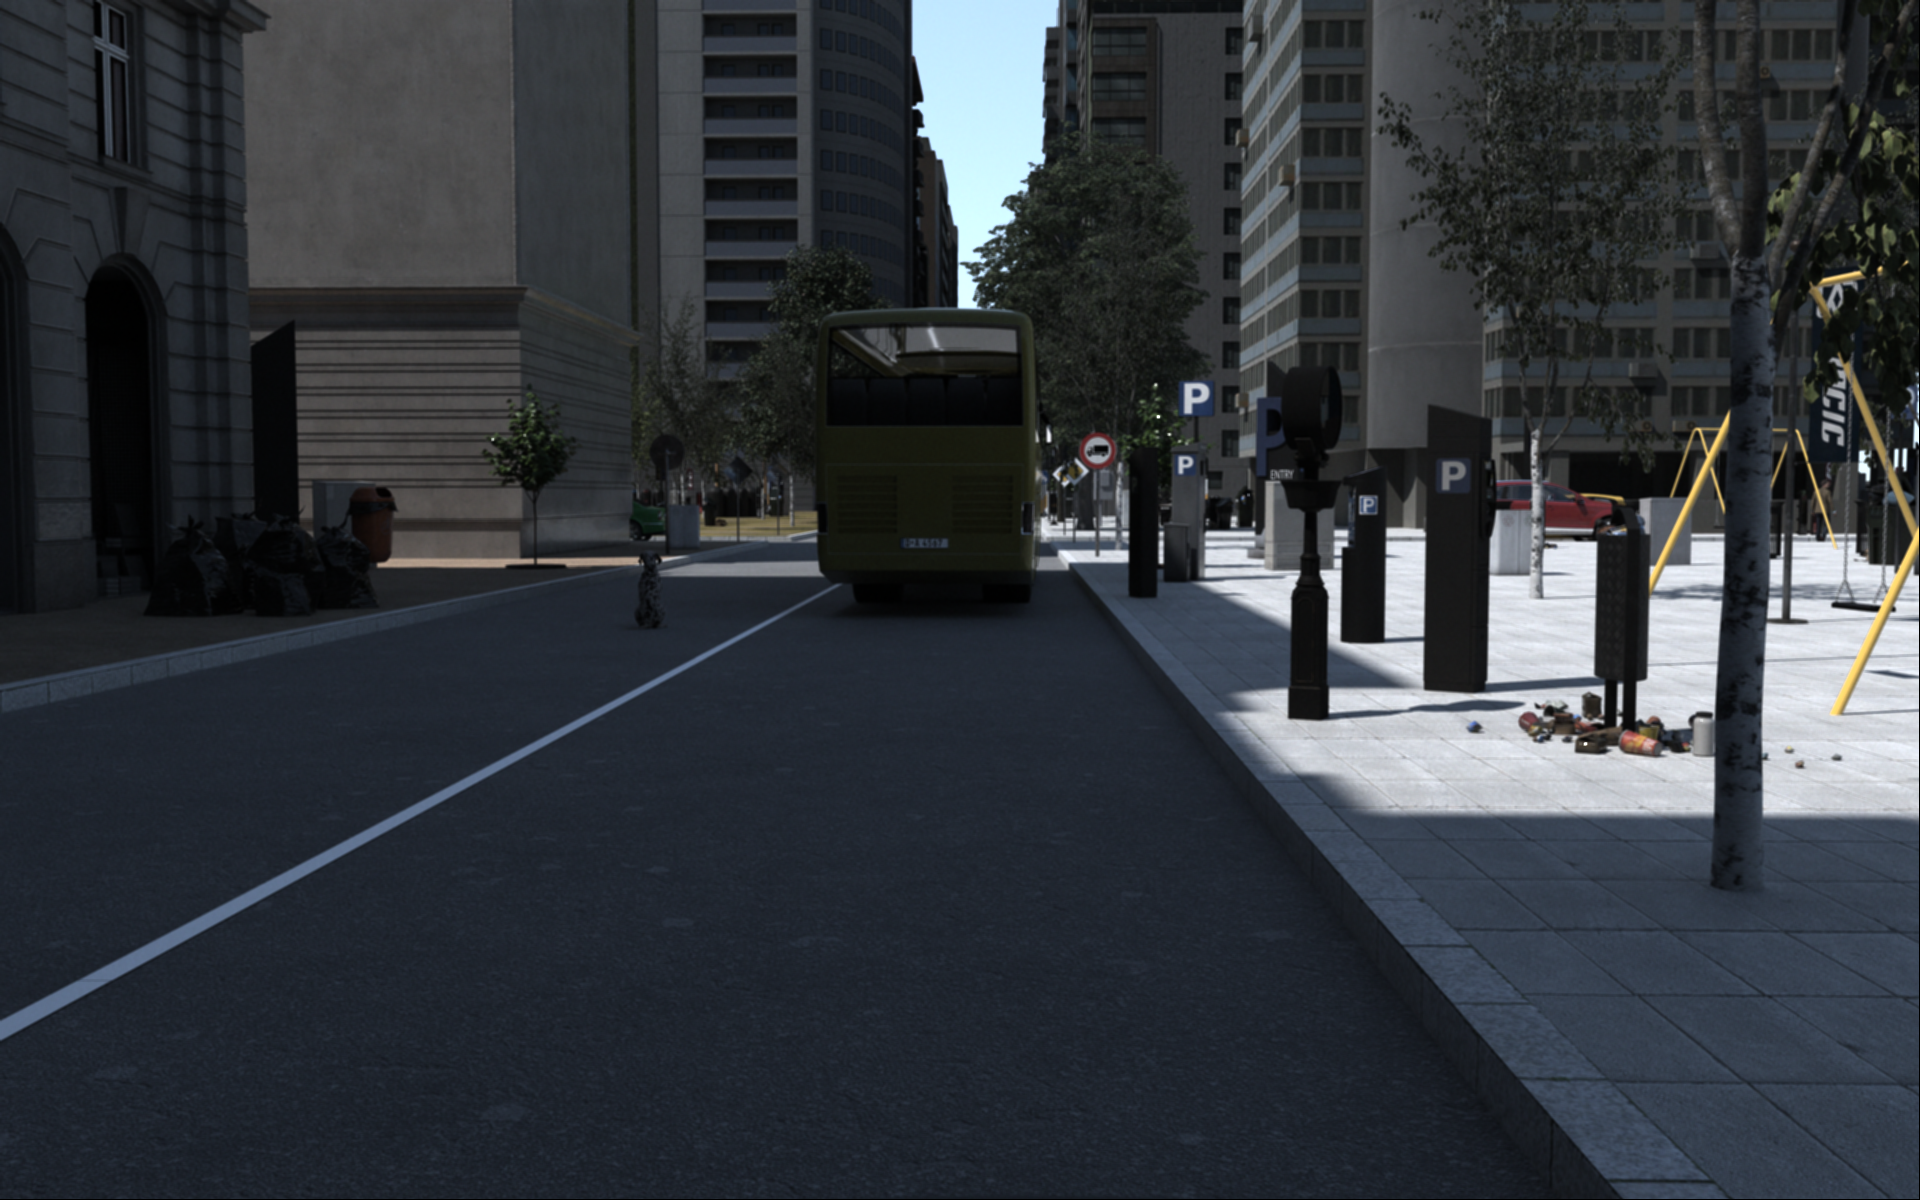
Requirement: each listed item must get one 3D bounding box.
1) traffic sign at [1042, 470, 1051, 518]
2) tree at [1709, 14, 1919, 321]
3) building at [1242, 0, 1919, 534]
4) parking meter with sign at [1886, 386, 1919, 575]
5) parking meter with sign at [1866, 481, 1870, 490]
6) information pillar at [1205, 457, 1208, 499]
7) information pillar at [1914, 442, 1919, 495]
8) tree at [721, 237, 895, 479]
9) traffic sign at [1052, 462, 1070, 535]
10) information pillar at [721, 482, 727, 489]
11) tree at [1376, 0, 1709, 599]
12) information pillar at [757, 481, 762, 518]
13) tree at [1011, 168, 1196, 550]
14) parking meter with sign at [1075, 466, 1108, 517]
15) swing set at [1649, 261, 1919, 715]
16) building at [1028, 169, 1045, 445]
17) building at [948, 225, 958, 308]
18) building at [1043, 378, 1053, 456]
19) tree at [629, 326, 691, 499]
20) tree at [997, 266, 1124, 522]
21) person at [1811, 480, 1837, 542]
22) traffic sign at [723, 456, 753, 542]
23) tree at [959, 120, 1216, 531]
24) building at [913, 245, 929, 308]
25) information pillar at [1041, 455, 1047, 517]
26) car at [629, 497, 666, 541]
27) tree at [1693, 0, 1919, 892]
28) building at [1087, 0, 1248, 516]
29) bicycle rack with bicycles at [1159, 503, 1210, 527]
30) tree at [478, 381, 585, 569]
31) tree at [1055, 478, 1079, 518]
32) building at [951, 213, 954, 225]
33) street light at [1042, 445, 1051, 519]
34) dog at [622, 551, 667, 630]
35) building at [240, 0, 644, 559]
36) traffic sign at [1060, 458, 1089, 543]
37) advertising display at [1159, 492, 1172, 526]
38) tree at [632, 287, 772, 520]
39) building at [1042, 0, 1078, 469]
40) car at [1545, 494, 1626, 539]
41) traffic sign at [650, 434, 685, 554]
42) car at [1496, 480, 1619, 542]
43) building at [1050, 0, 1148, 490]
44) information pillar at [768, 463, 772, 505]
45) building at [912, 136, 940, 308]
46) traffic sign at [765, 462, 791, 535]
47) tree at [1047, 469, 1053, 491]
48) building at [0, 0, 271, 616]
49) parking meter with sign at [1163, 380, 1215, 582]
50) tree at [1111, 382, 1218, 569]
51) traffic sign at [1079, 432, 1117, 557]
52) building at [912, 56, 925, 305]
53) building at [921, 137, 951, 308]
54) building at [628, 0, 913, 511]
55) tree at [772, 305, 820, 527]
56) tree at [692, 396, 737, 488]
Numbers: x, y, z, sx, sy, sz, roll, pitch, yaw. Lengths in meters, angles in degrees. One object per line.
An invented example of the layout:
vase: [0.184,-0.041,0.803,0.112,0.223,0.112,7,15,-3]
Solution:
traffic sign: [4.419,-5.598,91.635,0.768,2.556,0.104,1,4,10]
tree: [12.876,-4.425,22.718,4.360,8.622,3.978,0,3,0]
building: [24.498,-23.178,70.845,23.993,40.220,32.217,0,4,2]
parking meter with sign: [15.373,-1.885,27.078,0.543,3.016,1.738,-1,4,-18]
parking meter with sign: [52.867,-6.390,100.745,1.738,3.016,0.543,2,4,32]
information pillar: [13.455,-6.377,95.612,0.504,3.616,0.183,3,4,36]
information pillar: [42.744,-5.255,77.274,0.183,3.616,0.504,0,4,-4]
tree: [-5.909,-9.818,77.528,9.611,12.733,9.660,0,3,0]
traffic sign: [3.237,-3.056,53.603,0.795,2.450,0.064,0,4,2]
information pillar: [-14.245,-6.122,104.580,0.304,2.012,0.304,-1,4,-22]
tree: [7.025,-4.305,20.754,4.360,8.622,3.978,0,3,0]
information pillar: [-10.817,-5.469,93.908,0.304,2.012,0.304,-3,4,-38]
tree: [3.527,-5.452,39.511,4.360,8.622,3.978,0,3,0]
parking meter with sign: [7.228,-6.061,95.360,1.738,3.016,0.543,1,4,12]
swing set: [6.375,-0.842,11.384,2.862,2.851,3.119,0,4,-5]
building: [25.206,-41.843,273.375,28.713,52.752,27.495,0,4,2]
building: [-7.476,-35.042,256.530,14.154,41.232,14.086,0,4,2]
building: [17.624,-27.513,221.540,14.160,30.474,14.107,0,4,2]
tree: [-14.695,-7.601,74.638,4.737,8.622,4.395,0,3,0]
tree: [4.420,-9.346,78.558,9.928,11.665,9.643,0,3,0]
person: [24.350,-2.472,48.827,0.656,1.842,0.836,2,4,26]
traffic sign: [-5.880,-2.584,45.893,0.795,2.450,0.064,0,4,2]
tree: [4.509,-9.427,60.794,9.857,13.997,8.962,0,3,0]
building: [-10.767,-25.780,193.207,14.160,30.474,14.107,0,4,2]
information pillar: [4.687,-6.480,97.295,0.504,3.616,0.183,-3,5,-41]
car: [-10.817,-2.557,50.611,4.718,1.807,1.959,0,4,1]
tree: [2.756,-3.360,5.299,4.737,8.622,4.395,0,3,0]
building: [14.688,-20.420,105.566,14.160,30.474,14.107,0,4,2]
bicycle rack with bicycles: [8.850,-3.285,67.095,2.925,0.926,2.852,-1,4,-10]
tree: [-7.513,-2.165,30.002,1.663,3.219,1.824,0,3,0]
tree: [6.188,-6.029,93.179,1.663,3.219,1.824,0,3,0]
building: [-11.878,-39.789,274.248,21.300,48.544,21.600,0,4,2]
street light: [4.620,-7.129,89.342,0.468,5.910,1.993,0,4,2]
dog: [-3.417,-0.104,18.544,0.513,0.831,0.800,2,4,31]
building: [-18.306,-12.398,38.864,21.152,22.565,11.583,0,4,2]
traffic sign: [3.010,-2.568,45.621,0.795,2.450,0.064,0,4,2]
advertising display: [8.267,-3.951,69.820,0.974,1.923,0.123,1,4,22]
tree: [-9.780,-6.831,62.056,4.360,8.622,3.978,0,3,0]
building: [19.013,-33.275,163.648,23.786,49.044,30.456,0,4,2]
car: [17.616,-2.454,50.342,3.980,1.641,2.015,0,4,3]
traffic sign: [-6.249,-2.253,36.940,0.768,2.556,0.104,0,4,8]
car: [16.079,-2.413,48.130,5.304,1.827,2.281,0,4,0]
building: [17.712,-42.768,137.514,20.563,71.187,20.611,0,4,2]
information pillar: [-13.457,-8.073,123.344,0.504,3.616,0.183,2,4,24]
building: [-9.759,-34.894,220.631,14.600,45.320,14.200,0,4,2]
traffic sign: [-5.653,-3.072,53.875,0.795,2.450,0.064,0,4,2]
tree: [5.339,-7.082,110.398,1.663,3.219,1.824,0,3,0]
building: [-15.928,-10.407,11.959,13.314,21.916,24.055,0,4,2]
parking meter with sign: [3.402,-1.815,25.934,0.543,3.016,1.738,1,4,17]
tree: [3.369,-2.174,30.152,1.663,3.219,1.824,0,3,0]
traffic sign: [2.817,-2.160,35.416,0.768,2.556,0.104,1,4,10]
building: [-14.901,-31.609,171.432,22.147,44.769,28.867,0,4,2]
building: [-12.646,-37.611,238.636,21.300,48.544,21.600,0,4,2]
building: [-15.164,-36.727,142.481,21.231,58.520,28.212,0,4,2]
tree: [-6.400,-7.210,68.245,4.360,8.622,3.978,0,3,0]
tree: [-17.891,-10.691,125.155,4.737,8.622,4.395,0,3,0]
